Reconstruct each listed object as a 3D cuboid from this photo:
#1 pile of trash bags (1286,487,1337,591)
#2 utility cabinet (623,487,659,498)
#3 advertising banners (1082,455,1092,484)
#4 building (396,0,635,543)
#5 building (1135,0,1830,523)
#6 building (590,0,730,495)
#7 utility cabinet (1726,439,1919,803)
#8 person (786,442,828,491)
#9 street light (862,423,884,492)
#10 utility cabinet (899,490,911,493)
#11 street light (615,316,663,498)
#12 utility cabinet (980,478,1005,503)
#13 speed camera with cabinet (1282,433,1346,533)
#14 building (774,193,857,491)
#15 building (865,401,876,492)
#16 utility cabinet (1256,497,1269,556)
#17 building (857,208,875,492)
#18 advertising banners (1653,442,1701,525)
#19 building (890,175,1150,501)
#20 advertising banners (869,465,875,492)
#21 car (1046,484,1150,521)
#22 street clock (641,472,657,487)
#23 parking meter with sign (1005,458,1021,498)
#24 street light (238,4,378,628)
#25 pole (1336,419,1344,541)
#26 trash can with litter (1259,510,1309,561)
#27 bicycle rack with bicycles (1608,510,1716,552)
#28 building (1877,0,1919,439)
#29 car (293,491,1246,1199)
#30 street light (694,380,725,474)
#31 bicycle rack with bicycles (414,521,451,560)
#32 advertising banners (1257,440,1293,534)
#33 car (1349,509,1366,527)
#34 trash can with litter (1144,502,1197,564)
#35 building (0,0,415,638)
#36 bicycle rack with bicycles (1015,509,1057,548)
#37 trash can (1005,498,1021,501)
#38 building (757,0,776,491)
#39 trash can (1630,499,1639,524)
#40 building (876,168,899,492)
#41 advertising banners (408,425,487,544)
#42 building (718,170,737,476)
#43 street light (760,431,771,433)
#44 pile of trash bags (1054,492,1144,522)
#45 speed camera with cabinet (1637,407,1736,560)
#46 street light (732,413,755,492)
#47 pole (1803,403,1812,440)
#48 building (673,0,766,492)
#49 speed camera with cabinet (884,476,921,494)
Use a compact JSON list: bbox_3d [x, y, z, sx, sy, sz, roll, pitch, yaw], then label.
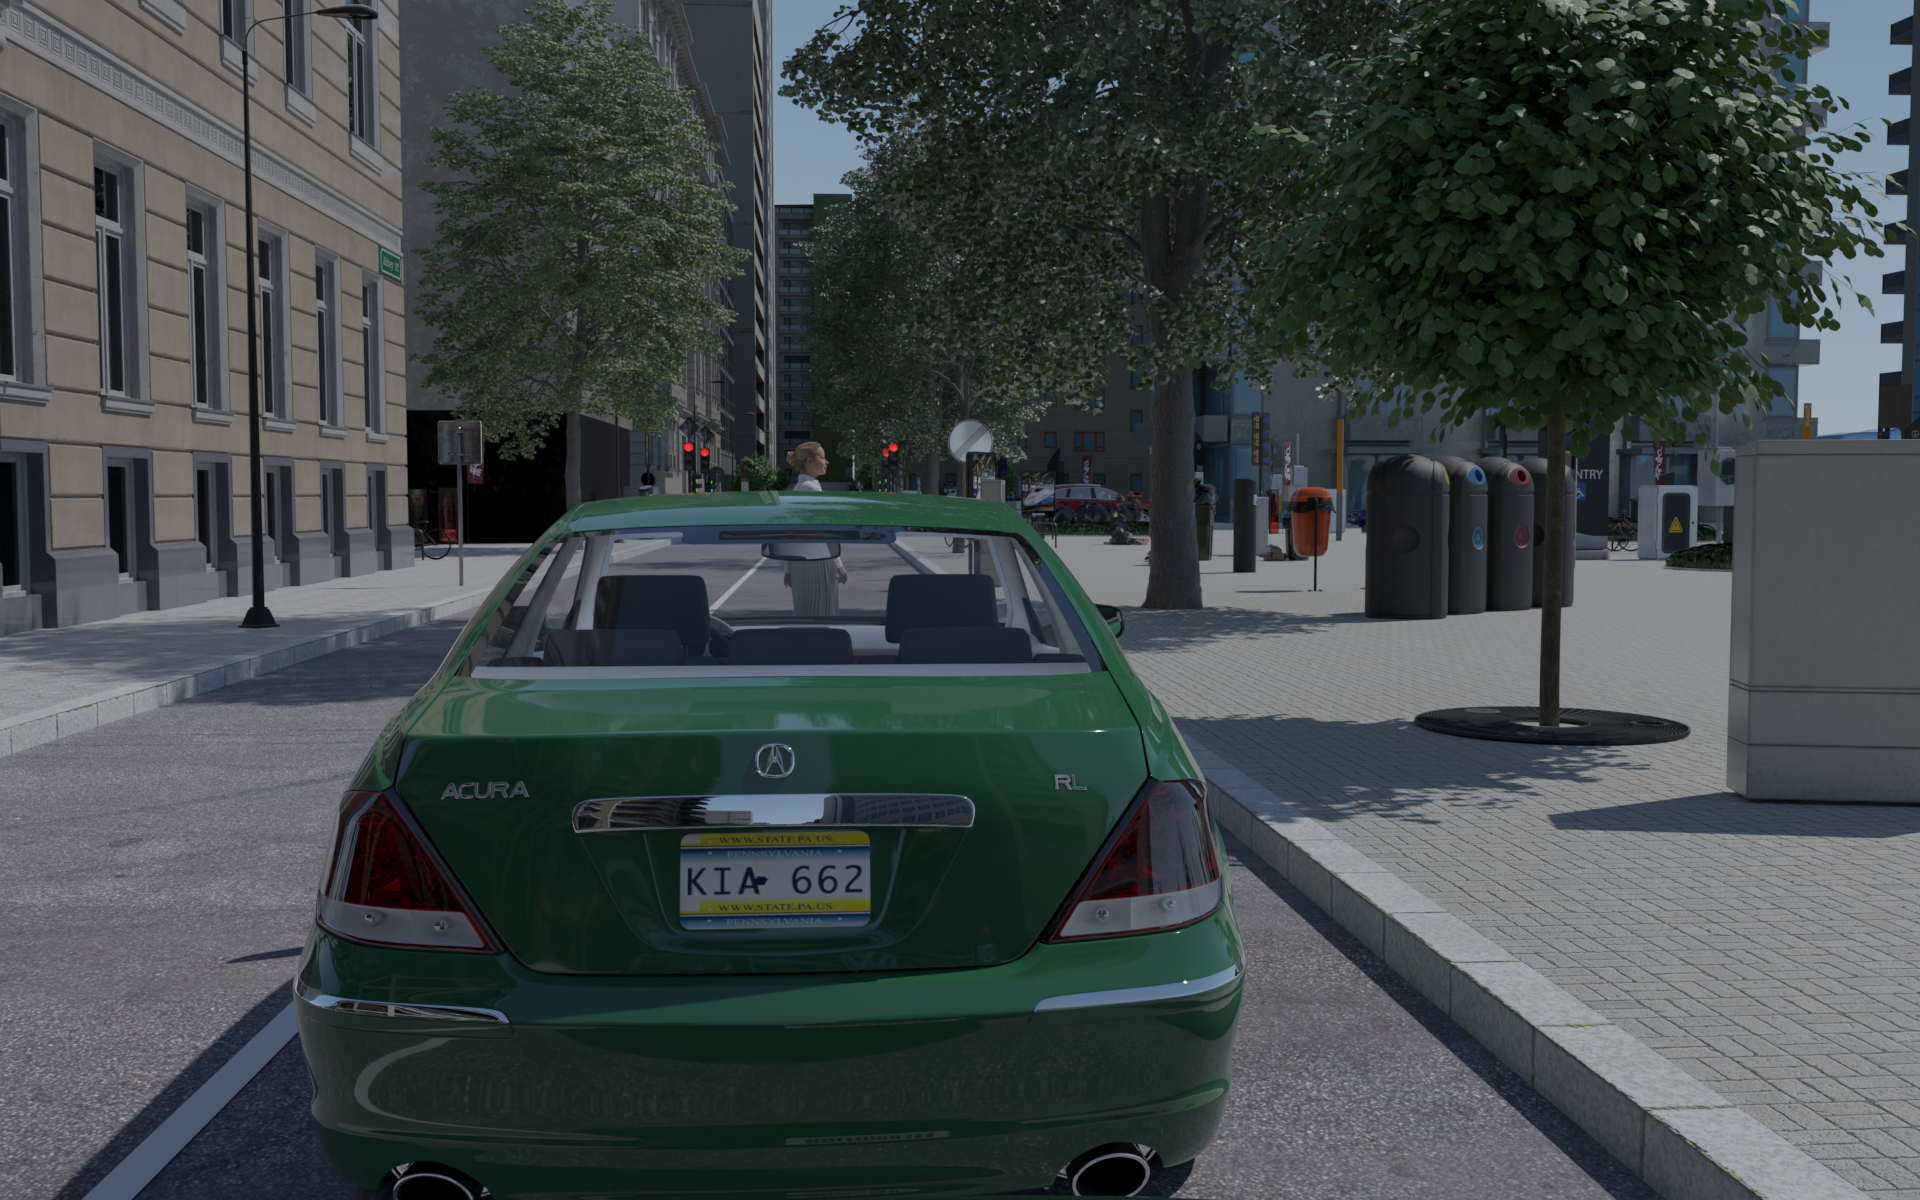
[{"bbox_3d":[6.082,-0.818,23.119,3.447,1.369,1.912,0,4,-3],"label":"pile of trash bags"},{"bbox_3d":[-9.689,-2.695,52.738,1.173,1.500,0.318,2,4,31],"label":"utility cabinet"},{"bbox_3d":[5.086,-5.034,78.490,2.074,3.025,0.090,2,4,35],"label":"advertising banners"},{"bbox_3d":[-19.108,-11.309,52.353,16.811,18.784,16.820,0,4,-4],"label":"building"},{"bbox_3d":[23.813,-28.444,84.665,30.456,49.044,23.786,0,4,-4],"label":"building"},{"bbox_3d":[-21.513,-19.451,105.416,14.401,28.519,23.554,0,4,-4],"label":"building"},{"bbox_3d":[3.861,0.091,7.199,1.173,1.500,0.318,1,4,9],"label":"utility cabinet"},{"bbox_3d":[-1.102,-0.211,12.171,0.641,1.798,0.478,-1,4,-11],"label":"person"},{"bbox_3d":[-4.518,-7.140,89.278,1.470,5.913,1.316,0,4,-4],"label":"street light"},{"bbox_3d":[-3.362,-5.632,100.759,1.173,1.500,0.318,-3,5,-44],"label":"utility cabinet"},{"bbox_3d":[-8.410,-4.444,45.195,1.470,5.913,1.316,0,4,-4],"label":"street light"},{"bbox_3d":[0.475,-0.962,24.404,0.318,1.500,1.173,0,4,4],"label":"utility cabinet"},{"bbox_3d":[11.625,-3.826,56.889,2.038,3.252,0.660,-1,4,-14],"label":"speed camera with cabinet"},{"bbox_3d":[-21.652,-33.880,237.526,14.086,41.232,14.154,0,4,-4],"label":"building"},{"bbox_3d":[4.601,-20.397,178.531,27.650,21.520,28.899,0,4,-4],"label":"building"},{"bbox_3d":[6.164,-1.537,36.300,0.306,1.237,1.020,0,4,-8],"label":"utility cabinet"},{"bbox_3d":[-7.595,-33.935,238.430,14.086,41.232,14.154,0,4,-4],"label":"building"},{"bbox_3d":[23.514,-3.713,56.889,0.090,3.025,2.074,-1,4,-22],"label":"advertising banners"},{"bbox_3d":[9.470,-16.653,117.311,27.650,21.520,28.899,0,4,-4],"label":"building"},{"bbox_3d":[-5.312,-6.526,102.887,0.090,3.025,2.074,-1,4,-16],"label":"advertising banners"},{"bbox_3d":[5.300,-3.588,67.331,5.304,1.827,2.281,0,4,-3],"label":"car"},{"bbox_3d":[-10.195,-3.193,56.777,0.471,2.002,0.358,1,4,8],"label":"street clock"},{"bbox_3d":[2.790,-4.693,72.997,1.738,3.016,0.543,0,4,5],"label":"parking meter with sign"},{"bbox_3d":[-6.223,-2.693,16.566,1.470,5.913,1.316,0,4,-4],"label":"street light"},{"bbox_3d":[10.396,-3.277,47.418,0.158,3.312,0.155,0,3,0],"label":"pole"},{"bbox_3d":[6.329,-1.342,33.321,1.055,1.170,0.624,-2,4,-25],"label":"trash can with litter"},{"bbox_3d":[14.856,-1.512,38.111,2.925,0.926,2.852,3,5,39],"label":"bicycle rack with bicycles"},{"bbox_3d":[54.503,-26.358,81.061,14.200,45.320,14.600,0,4,-4],"label":"building"},{"bbox_3d":[-0.470,0.409,5.111,2.131,1.459,4.920,0,4,-4],"label":"car"},{"bbox_3d":[-10.292,-6.011,70.821,1.470,5.913,1.316,0,4,-4],"label":"street light"},{"bbox_3d":[-11.489,-1.189,32.817,2.925,0.926,2.852,0,4,7],"label":"bicycle rack with bicycles"},{"bbox_3d":[10.033,-3.622,55.407,2.074,3.025,0.090,-3,5,-43],"label":"advertising banners"},{"bbox_3d":[17.481,-3.428,68.626,3.894,1.354,1.945,0,4,-4],"label":"car"},{"bbox_3d":[3.801,-1.235,31.574,0.624,1.170,1.055,-3,5,-41],"label":"trash can with litter"},{"bbox_3d":[-15.146,-14.299,19.694,13.634,28.700,20.117,0,4,-4],"label":"building"},{"bbox_3d":[1.092,-1.722,41.537,2.852,0.926,2.925,-1,4,-17],"label":"bicycle rack with bicycles"},{"bbox_3d":[2.191,-3.654,71.391,0.748,1.137,0.748,0,3,0],"label":"trash can"},{"bbox_3d":[-32.909,-47.077,207.964,20.611,71.187,20.563,0,4,-4],"label":"building"},{"bbox_3d":[21.682,-2.661,55.158,0.748,1.137,0.748,0,3,0],"label":"trash can"},{"bbox_3d":[-0.646,-23.487,155.721,14.160,30.474,14.107,0,4,-4],"label":"building"},{"bbox_3d":[-13.076,-2.931,44.117,2.074,3.025,0.090,0,4,-5],"label":"advertising banners"},{"bbox_3d":[-24.535,-20.544,129.408,14.314,27.812,24.014,0,4,-4],"label":"building"},{"bbox_3d":[-14.588,-9.479,127.529,1.470,5.913,1.316,0,4,-4],"label":"street light"},{"bbox_3d":[5.142,-3.223,62.443,3.447,1.369,1.912,-2,4,-32],"label":"pile of trash bags"},{"bbox_3d":[14.397,-2.431,34.079,2.038,3.252,0.660,-1,4,-17],"label":"speed camera with cabinet"},{"bbox_3d":[-12.470,-7.740,99.095,1.470,5.913,1.316,0,4,-4],"label":"street light"},{"bbox_3d":[18.974,-2.753,38.861,0.158,3.312,0.155,0,3,0],"label":"pole"},{"bbox_3d":[-28.672,-32.501,155.088,21.300,48.544,21.600,0,4,-4],"label":"building"},{"bbox_3d":[-3.073,-5.904,90.858,2.038,3.252,0.660,0,4,-8],"label":"speed camera with cabinet"}]
